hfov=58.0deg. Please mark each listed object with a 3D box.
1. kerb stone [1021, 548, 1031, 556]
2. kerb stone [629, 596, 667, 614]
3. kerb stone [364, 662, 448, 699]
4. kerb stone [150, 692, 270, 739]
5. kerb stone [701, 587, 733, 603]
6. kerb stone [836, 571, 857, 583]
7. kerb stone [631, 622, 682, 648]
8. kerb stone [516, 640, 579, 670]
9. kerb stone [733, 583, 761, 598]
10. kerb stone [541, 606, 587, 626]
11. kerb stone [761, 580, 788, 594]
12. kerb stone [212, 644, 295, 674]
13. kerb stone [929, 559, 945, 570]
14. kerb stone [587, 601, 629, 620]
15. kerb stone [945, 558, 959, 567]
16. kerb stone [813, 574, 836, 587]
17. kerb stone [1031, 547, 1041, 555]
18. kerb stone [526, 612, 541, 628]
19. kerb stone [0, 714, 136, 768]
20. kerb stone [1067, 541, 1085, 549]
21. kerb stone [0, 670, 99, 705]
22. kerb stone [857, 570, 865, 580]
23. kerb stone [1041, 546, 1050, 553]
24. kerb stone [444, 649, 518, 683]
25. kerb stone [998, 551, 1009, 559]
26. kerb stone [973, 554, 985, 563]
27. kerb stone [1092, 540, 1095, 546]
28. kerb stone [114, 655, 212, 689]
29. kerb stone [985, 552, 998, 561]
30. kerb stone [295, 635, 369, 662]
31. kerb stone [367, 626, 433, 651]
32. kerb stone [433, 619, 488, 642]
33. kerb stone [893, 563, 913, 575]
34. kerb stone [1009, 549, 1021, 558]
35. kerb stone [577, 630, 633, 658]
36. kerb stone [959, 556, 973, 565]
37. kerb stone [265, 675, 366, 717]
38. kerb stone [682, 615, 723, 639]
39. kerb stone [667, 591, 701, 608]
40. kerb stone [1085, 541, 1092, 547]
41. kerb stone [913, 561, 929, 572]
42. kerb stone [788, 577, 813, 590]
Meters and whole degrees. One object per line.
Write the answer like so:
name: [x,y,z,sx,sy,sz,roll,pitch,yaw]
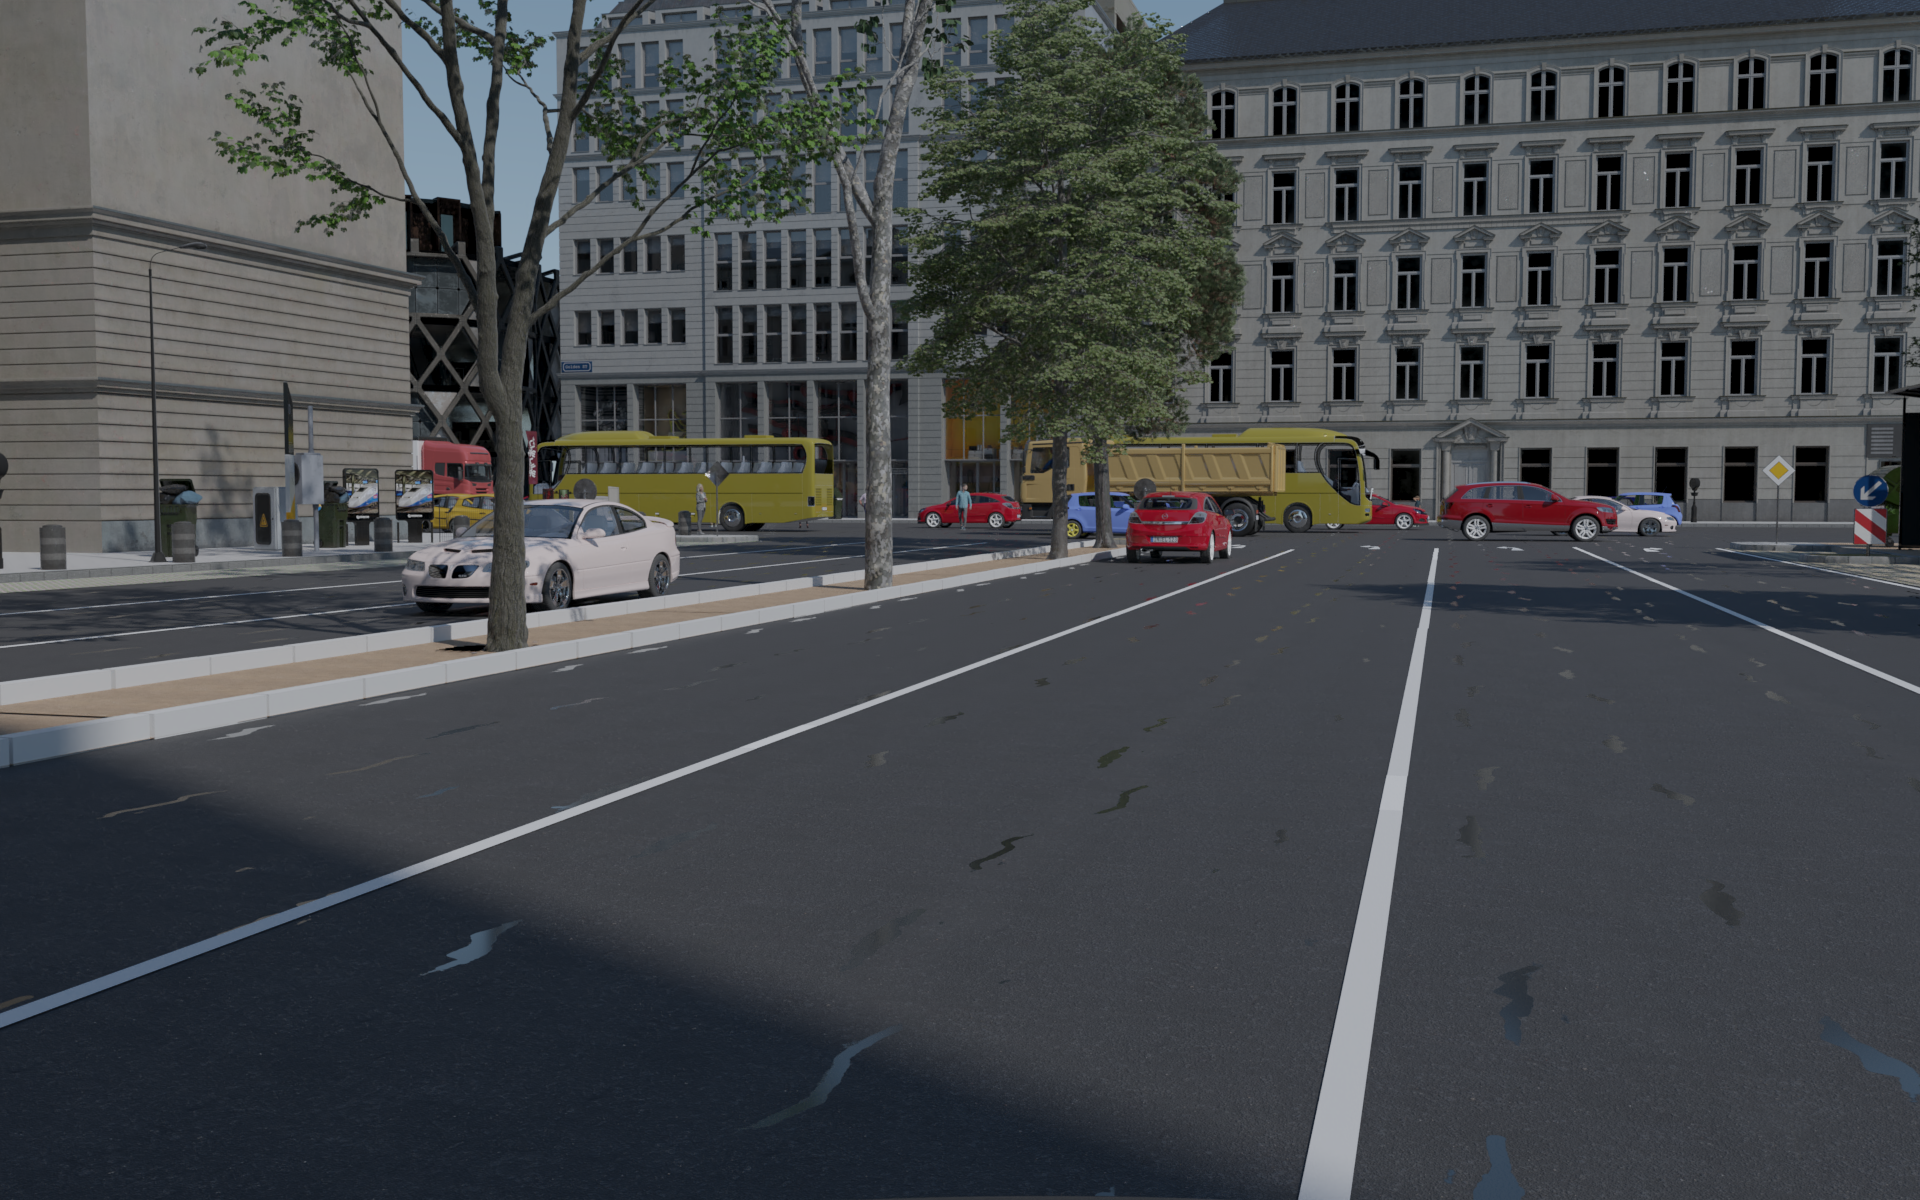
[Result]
kerb stone: [1.404,-1.084,39.916,0.120,0.150,1.000,1,4,16]
kerb stone: [-3.871,0.068,21.076,0.120,0.150,1.000,1,4,16]
kerb stone: [-4.076,0.590,12.597,0.120,0.150,1.000,1,4,16]
kerb stone: [-4.626,0.709,10.611,0.120,0.150,1.000,1,4,16]
kerb stone: [-3.311,-0.053,23.062,0.120,0.150,1.000,1,4,16]
kerb stone: [-1.926,-0.357,28.028,0.120,0.150,1.000,1,4,16]
kerb stone: [-2.957,0.344,16.572,0.120,0.150,1.000,1,4,16]
kerb stone: [-3.525,0.466,14.581,0.120,0.150,1.000,1,4,16]
kerb stone: [-3.044,-0.114,24.054,0.120,0.150,1.000,1,4,16]
kerb stone: [-4.441,0.190,19.098,0.120,0.150,1.000,1,4,16]
kerb stone: [-2.758,-0.173,25.051,0.120,0.150,1.000,1,4,16]
kerb stone: [-5.822,0.495,14.145,0.120,0.150,1.000,1,4,16]
kerb stone: [-0.535,-0.659,32.978,0.120,0.150,1.000,1,4,16]
kerb stone: [-4.148,0.129,20.085,0.120,0.150,1.000,1,4,16]
kerb stone: [-0.261,-0.720,33.968,0.120,0.150,1.000,1,4,16]
kerb stone: [-2.203,-0.292,27.039,0.120,0.150,1.000,1,4,16]
kerb stone: [1.688,-1.143,40.906,0.120,0.150,1.000,1,4,16]
kerb stone: [-4.712,0.250,18.107,0.120,0.150,1.000,1,4,16]
kerb stone: [-4.914,0.769,9.625,0.120,0.150,1.000,1,4,16]
kerb stone: [3.072,-1.448,45.867,0.120,0.150,1.000,1,4,16]
kerb stone: [-6.378,0.614,12.155,0.120,0.150,1.000,1,4,16]
kerb stone: [-1.647,-0.417,29.017,0.120,0.150,1.000,1,4,16]
kerb stone: [1.955,-1.205,41.900,0.120,0.150,1.000,1,4,16]
kerb stone: [-3.799,0.527,13.586,0.120,0.150,1.000,1,4,16]
kerb stone: [0.846,-0.962,37.927,0.120,0.150,1.000,1,4,16]
kerb stone: [0.286,-0.839,35.951,0.120,0.150,1.000,1,4,16]
kerb stone: [3.631,-1.560,47.845,0.120,0.150,1.000,1,4,16]
kerb stone: [-6.093,0.553,13.154,0.120,0.150,1.000,1,4,16]
kerb stone: [0.567,-0.902,36.939,0.120,0.150,1.000,1,4,16]
kerb stone: [-5.540,0.432,15.133,0.120,0.150,1.000,1,4,16]
kerb stone: [-5.266,0.371,16.122,0.120,0.150,1.000,1,4,16]
kerb stone: [-4.984,0.311,17.117,0.120,0.150,1.000,1,4,16]
kerb stone: [-1.096,-0.538,30.998,0.120,0.150,1.000,1,4,16]
kerb stone: [1.133,-1.020,38.925,0.120,0.150,1.000,1,4,16]
kerb stone: [-3.244,0.407,15.577,0.120,0.150,1.000,1,4,16]
kerb stone: [0.012,-0.775,34.961,0.120,0.150,1.000,1,4,16]
kerb stone: [-4.352,0.648,11.602,0.120,0.150,1.000,1,4,16]
kerb stone: [-2.682,0.283,17.564,0.120,0.150,1.000,1,4,16]
kerb stone: [-3.595,0.008,22.069,0.120,0.150,1.000,1,4,16]
kerb stone: [3.353,-1.502,46.856,0.120,0.150,1.000,1,4,16]
kerb stone: [-0.823,-0.599,31.989,0.120,0.150,1.000,1,4,16]
kerb stone: [-2.477,-0.236,26.049,0.120,0.150,1.000,1,4,16]
